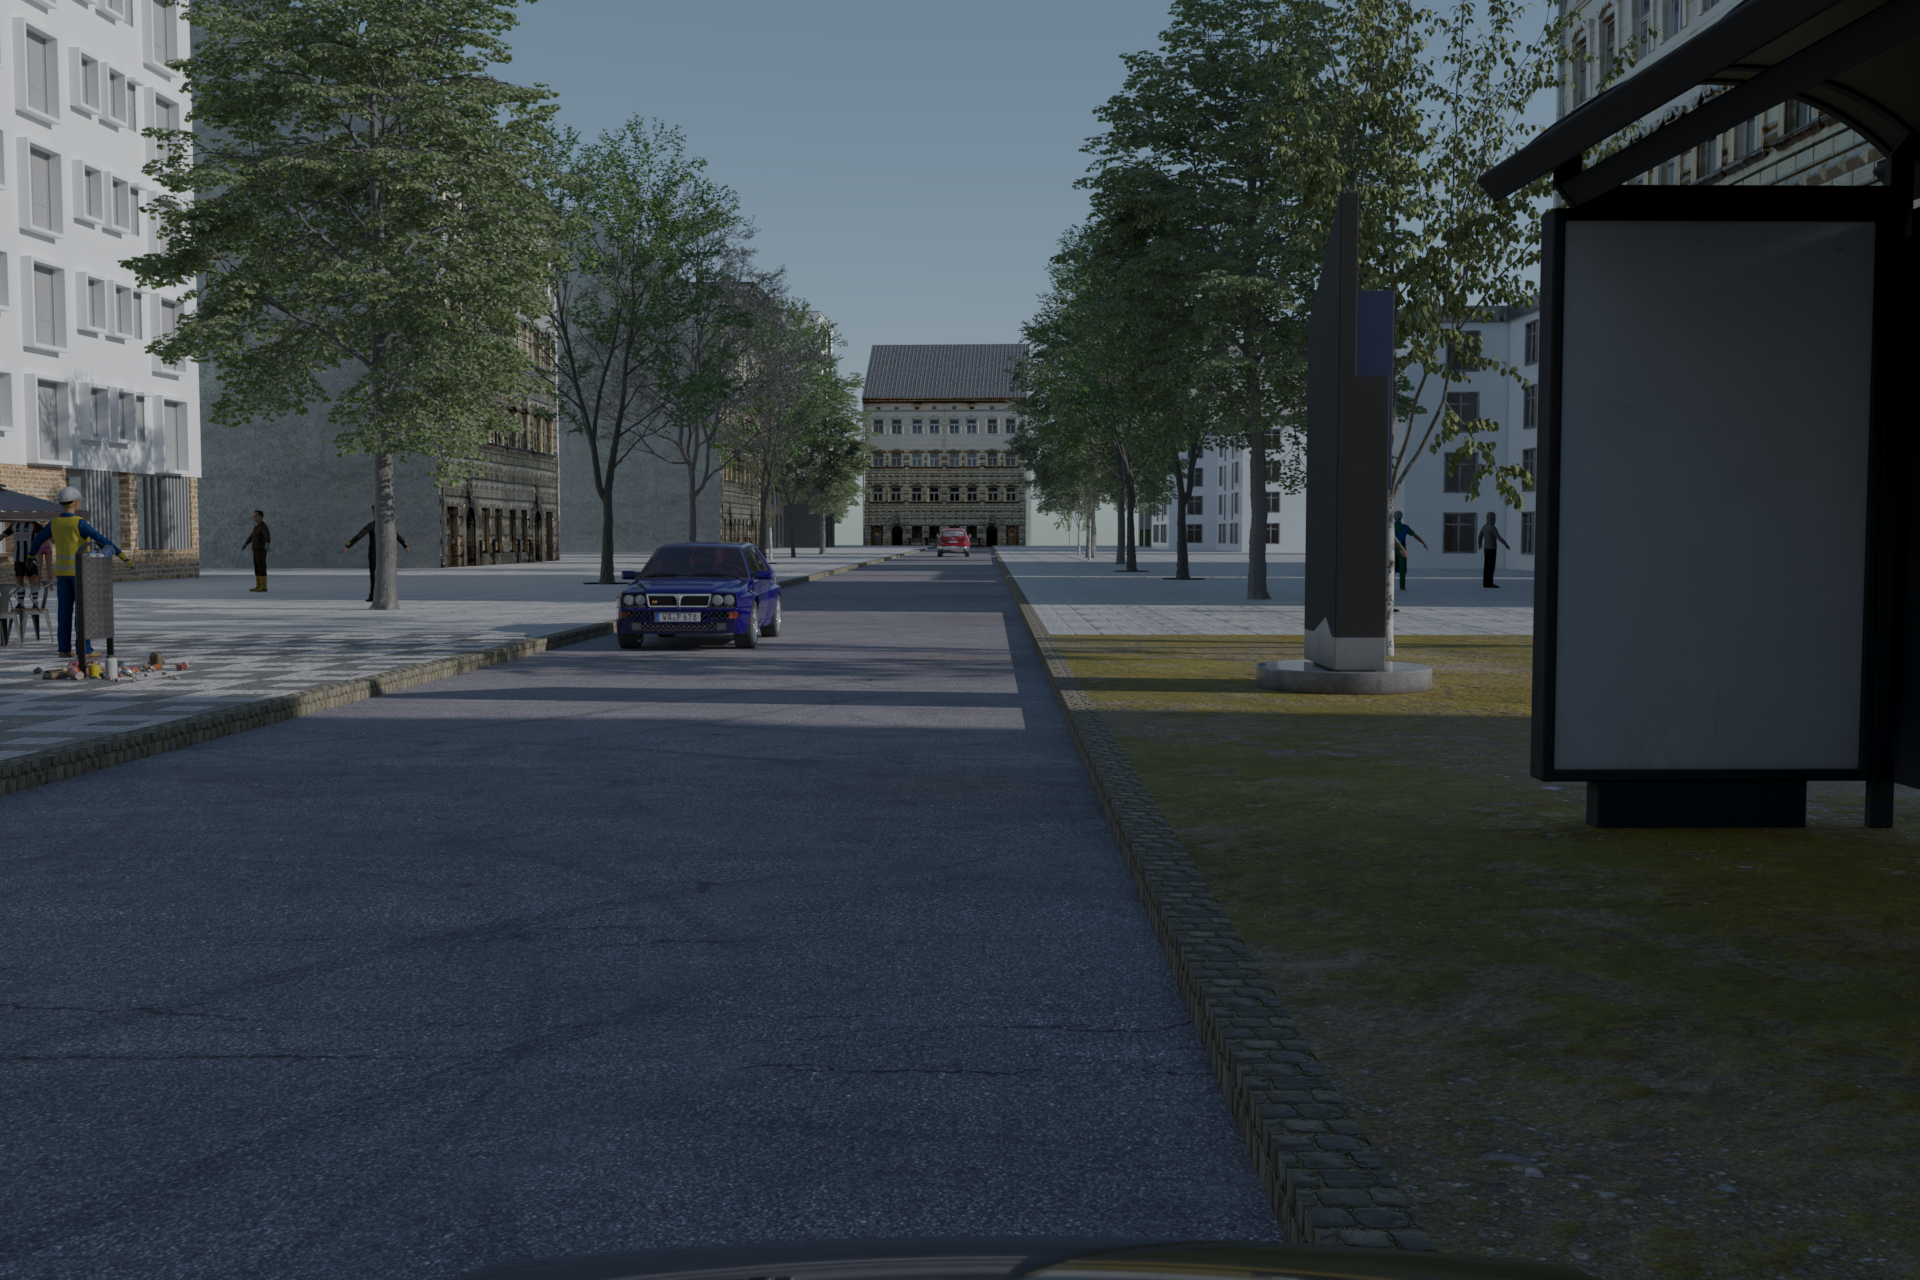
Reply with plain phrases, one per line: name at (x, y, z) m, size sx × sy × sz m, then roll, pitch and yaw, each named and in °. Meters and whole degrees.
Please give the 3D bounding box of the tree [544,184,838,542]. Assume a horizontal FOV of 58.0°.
tree at (-9.207, -9.147, 59.931) m, size 12.009 × 13.543 × 11.850 m, roll 0°, pitch 3°, yaw 0°

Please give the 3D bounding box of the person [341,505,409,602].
person at (-11.017, -1.641, 32.762) m, size 1.347 × 1.837 × 0.705 m, roll -3°, pitch 5°, yaw -44°

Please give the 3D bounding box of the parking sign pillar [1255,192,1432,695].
parking sign pillar at (3.208, -1.586, 14.401) m, size 1.447 × 3.967 × 1.447 m, roll 0°, pitch 4°, yaw 1°

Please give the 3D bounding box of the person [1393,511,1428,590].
person at (9.975, -2.040, 39.482) m, size 1.347 × 1.817 × 0.704 m, roll 1°, pitch 4°, yaw 15°

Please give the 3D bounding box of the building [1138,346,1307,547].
building at (27.166, -18.542, 169.618) m, size 16.747 × 18.905 × 31.486 m, roll 0°, pitch 4°, yaw 1°

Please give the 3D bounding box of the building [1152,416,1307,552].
building at (20.938, -11.910, 136.871) m, size 9.099 × 9.664 × 28.070 m, roll 0°, pitch 4°, yaw 1°

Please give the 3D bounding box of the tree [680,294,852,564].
tree at (-8.336, -9.077, 74.172) m, size 9.928 × 11.665 × 9.643 m, roll 0°, pitch 3°, yaw 0°

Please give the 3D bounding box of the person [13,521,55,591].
person at (-20.845, -1.994, 39.406) m, size 1.217 × 1.733 × 0.721 m, roll -2°, pitch 4°, yaw -28°

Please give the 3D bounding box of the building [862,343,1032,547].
building at (-1.083, -22.378, 199.272) m, size 18.063 × 23.208 × 19.493 m, roll 0°, pitch 4°, yaw 4°

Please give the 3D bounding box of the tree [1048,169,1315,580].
tree at (6.325, -7.511, 48.560) m, size 9.928 × 11.665 × 9.643 m, roll 0°, pitch 3°, yaw 0°

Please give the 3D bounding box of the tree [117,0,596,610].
tree at (-10.004, -6.805, 29.390) m, size 7.486 × 12.596 × 7.792 m, roll 0°, pitch 3°, yaw 0°

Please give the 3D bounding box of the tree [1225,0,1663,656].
tree at (4.611, -4.126, 17.821) m, size 4.737 × 8.622 × 4.395 m, roll 0°, pitch 3°, yaw 0°

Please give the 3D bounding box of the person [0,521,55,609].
person at (-15.450, -1.374, 28.615) m, size 1.345 × 1.843 × 0.704 m, roll 0°, pitch 4°, yaw -4°

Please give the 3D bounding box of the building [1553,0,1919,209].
building at (25.070, -12.630, 37.435) m, size 19.493 × 23.208 × 18.063 m, roll 0°, pitch 4°, yaw 1°

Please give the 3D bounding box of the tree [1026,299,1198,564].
tree at (6.563, -9.497, 73.395) m, size 7.486 × 12.596 × 7.792 m, roll 0°, pitch 3°, yaw 0°

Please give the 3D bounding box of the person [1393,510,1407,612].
person at (6.992, -1.349, 28.327) m, size 0.705 × 1.796 × 1.348 m, roll 2°, pitch 4°, yaw 32°

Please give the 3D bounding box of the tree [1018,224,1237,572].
tree at (5.716, -8.122, 58.545) m, size 9.928 × 11.665 × 9.643 m, roll 0°, pitch 3°, yaw 0°

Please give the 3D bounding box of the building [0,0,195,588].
building at (-27.421, -11.076, 37.511) m, size 16.016 × 20.090 × 11.380 m, roll 0°, pitch 4°, yaw 0°

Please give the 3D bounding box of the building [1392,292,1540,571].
building at (20.849, -7.441, 63.816) m, size 9.099 × 9.664 × 28.070 m, roll 0°, pitch 4°, yaw 1°

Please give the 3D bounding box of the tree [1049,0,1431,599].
tree at (5.478, -7.077, 33.836) m, size 7.486 × 12.596 × 7.792 m, roll 0°, pitch 3°, yaw 0°

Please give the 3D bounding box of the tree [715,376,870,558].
tree at (-9.143, -9.815, 94.886) m, size 8.767 × 10.594 × 7.601 m, roll 0°, pitch 4°, yaw -8°

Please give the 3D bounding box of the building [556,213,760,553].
building at (-25.161, -18.062, 126.237) m, size 19.493 × 23.208 × 18.063 m, roll 0°, pitch 4°, yaw 1°

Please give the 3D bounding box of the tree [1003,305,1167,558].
tree at (6.950, -11.371, 92.567) m, size 9.857 × 13.997 × 8.962 m, roll 0°, pitch 3°, yaw 0°

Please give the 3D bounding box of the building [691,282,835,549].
building at (-26.796, -19.142, 156.943) m, size 27.936 × 21.610 × 32.646 m, roll 0°, pitch 4°, yaw 1°

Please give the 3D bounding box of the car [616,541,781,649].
car at (-3.395, -0.631, 22.902) m, size 1.945 × 1.354 × 3.894 m, roll 0°, pitch 4°, yaw 1°

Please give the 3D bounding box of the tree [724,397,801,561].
tree at (-8.973, -8.168, 83.913) m, size 4.360 × 8.622 × 3.978 m, roll 0°, pitch 3°, yaw 0°

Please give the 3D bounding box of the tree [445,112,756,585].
tree at (-9.055, -7.221, 43.811) m, size 9.928 × 11.665 × 9.643 m, roll 0°, pitch 3°, yaw 0°

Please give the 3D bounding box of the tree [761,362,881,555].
tree at (-8.746, -11.645, 108.522) m, size 7.486 × 12.596 × 7.792 m, roll 0°, pitch 3°, yaw 0°

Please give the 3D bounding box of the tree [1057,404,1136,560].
tree at (6.119, -8.220, 84.766) m, size 4.360 × 8.622 × 3.978 m, roll 0°, pitch 3°, yaw 0°

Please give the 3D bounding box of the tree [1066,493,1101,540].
tree at (14.003, -14.927, 194.412) m, size 4.737 × 8.622 × 4.395 m, roll 0°, pitch 3°, yaw 0°

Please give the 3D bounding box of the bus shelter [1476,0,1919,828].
bus shelter at (3.350, -0.679, 5.020) m, size 2.014 × 3.302 × 5.546 m, roll 0°, pitch 4°, yaw -1°

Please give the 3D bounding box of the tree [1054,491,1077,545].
tree at (12.388, -15.222, 199.236) m, size 4.737 × 8.622 × 4.395 m, roll 0°, pitch 3°, yaw 0°

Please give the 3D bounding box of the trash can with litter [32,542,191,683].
trash can with litter at (-7.693, -0.303, 16.019) m, size 1.678 × 1.210 × 2.233 m, roll 0°, pitch 4°, yaw 1°

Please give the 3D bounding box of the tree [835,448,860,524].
tree at (-16.580, -17.839, 198.316) m, size 9.857 × 13.997 × 8.962 m, roll 0°, pitch 3°, yaw 0°

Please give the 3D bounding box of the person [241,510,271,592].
person at (-15.604, -1.980, 38.513) m, size 0.704 × 1.812 × 1.346 m, roll -3°, pitch 5°, yaw -45°

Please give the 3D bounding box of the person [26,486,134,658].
person at (-9.177, -0.707, 18.026) m, size 1.216 × 1.772 × 0.721 m, roll 1°, pitch 4°, yaw 10°

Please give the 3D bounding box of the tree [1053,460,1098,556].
tree at (6.938, -9.346, 103.169) m, size 4.737 × 8.622 × 4.395 m, roll 0°, pitch 3°, yaw 0°

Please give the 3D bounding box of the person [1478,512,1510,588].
person at (12.660, -2.149, 41.264) m, size 0.705 × 1.813 × 1.348 m, roll -1°, pitch 4°, yaw -13°

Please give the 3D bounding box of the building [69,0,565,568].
building at (-28.468, -14.811, 73.097) m, size 19.493 × 23.208 × 18.063 m, roll 0°, pitch 4°, yaw 1°

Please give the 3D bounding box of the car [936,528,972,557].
car at (-0.398, -6.193, 109.923) m, size 2.281 × 1.827 × 5.304 m, roll 0°, pitch 4°, yaw 0°
